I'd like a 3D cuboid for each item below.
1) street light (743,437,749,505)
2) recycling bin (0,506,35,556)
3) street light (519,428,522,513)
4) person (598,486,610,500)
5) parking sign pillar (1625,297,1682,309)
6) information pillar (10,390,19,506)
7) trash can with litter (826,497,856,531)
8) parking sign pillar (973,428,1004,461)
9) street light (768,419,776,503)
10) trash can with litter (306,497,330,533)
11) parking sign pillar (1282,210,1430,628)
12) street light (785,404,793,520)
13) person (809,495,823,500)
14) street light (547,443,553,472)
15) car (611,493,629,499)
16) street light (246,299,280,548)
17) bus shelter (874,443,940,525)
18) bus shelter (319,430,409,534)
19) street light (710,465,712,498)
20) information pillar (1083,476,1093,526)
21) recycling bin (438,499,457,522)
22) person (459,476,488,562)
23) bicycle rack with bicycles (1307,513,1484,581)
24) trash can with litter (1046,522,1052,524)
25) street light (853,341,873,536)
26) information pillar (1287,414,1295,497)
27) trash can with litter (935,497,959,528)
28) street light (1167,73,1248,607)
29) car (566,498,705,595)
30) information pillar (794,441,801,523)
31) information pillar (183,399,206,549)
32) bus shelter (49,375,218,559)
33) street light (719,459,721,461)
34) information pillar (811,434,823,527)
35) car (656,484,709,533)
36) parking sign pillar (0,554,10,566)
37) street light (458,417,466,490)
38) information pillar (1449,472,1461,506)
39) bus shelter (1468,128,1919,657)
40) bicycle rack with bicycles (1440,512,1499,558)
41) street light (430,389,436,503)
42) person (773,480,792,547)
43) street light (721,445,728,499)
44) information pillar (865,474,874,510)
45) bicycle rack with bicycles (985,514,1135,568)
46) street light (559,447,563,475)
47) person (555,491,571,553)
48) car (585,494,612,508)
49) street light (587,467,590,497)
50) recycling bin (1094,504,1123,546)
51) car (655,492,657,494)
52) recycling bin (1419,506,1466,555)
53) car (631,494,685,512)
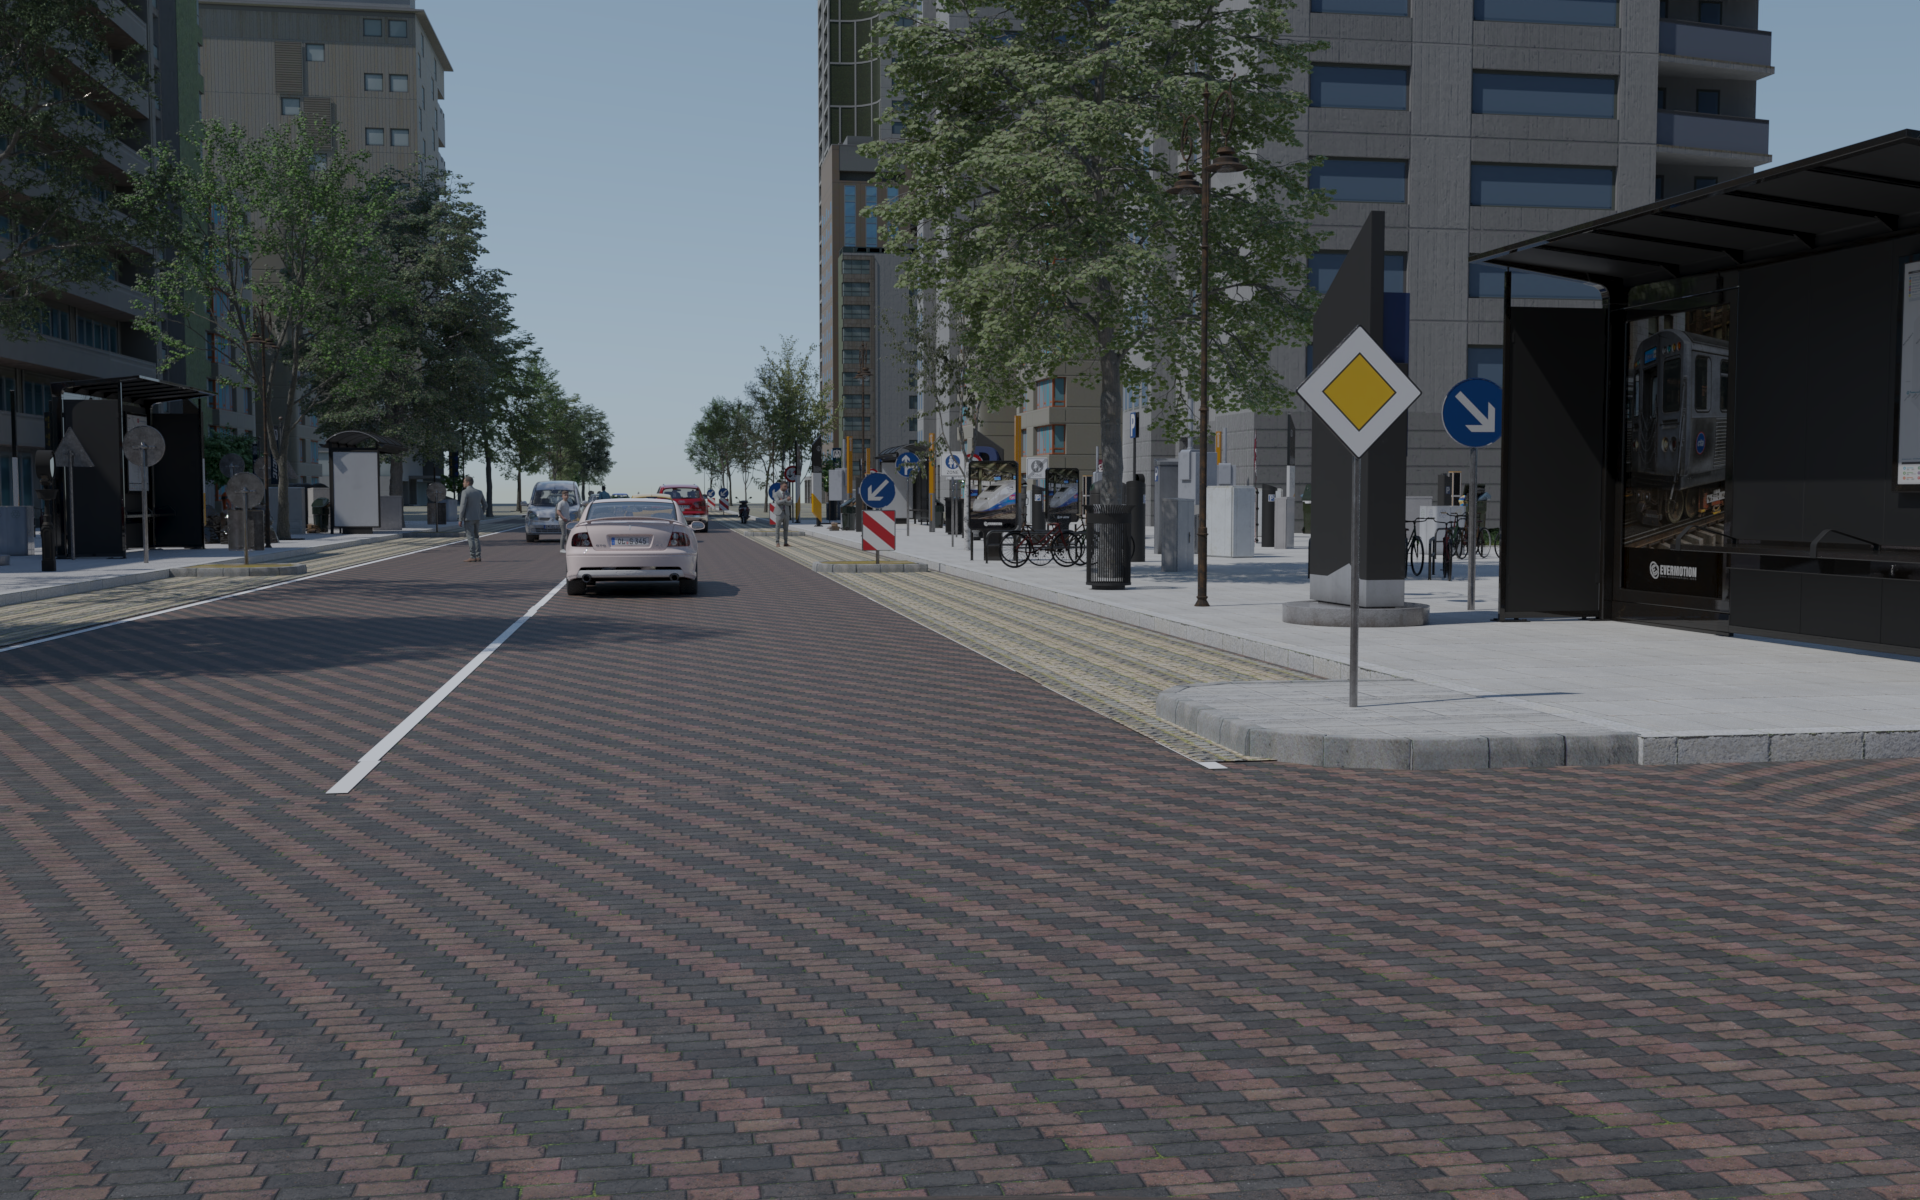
[{"bbox_3d":[-15.773,-9.459,127.449,0.468,5.910,1.993,-1,4,-10],"label":"street light"},{"bbox_3d":[-19.806,-1.444,36.166,0.722,1.027,0.722,-1,4,-17],"label":"recycling bin"},{"bbox_3d":[-29.795,-8.843,117.370,0.468,5.910,1.993,-1,4,-10],"label":"street light"},{"bbox_3d":[-16.327,-4.344,79.538,0.620,1.820,0.660,3,5,39],"label":"person"},{"bbox_3d":[7.782,-1.909,19.681,1.447,3.967,1.447,-1,4,-17],"label":"parking sign pillar"},{"bbox_3d":[-21.463,-2.936,39.352,0.183,3.616,0.504,-2,4,-26],"label":"information pillar"},{"bbox_3d":[-4.090,-2.998,60.397,1.055,1.170,0.624,-2,4,-23],"label":"trash can with litter"},{"bbox_3d":[1.111,-5.011,70.398,1.447,3.967,1.447,1,4,21],"label":"parking sign pillar"},{"bbox_3d":[-10.198,-7.453,94.643,0.468,5.910,1.993,-1,4,-10],"label":"street light"},{"bbox_3d":[-21.082,-2.788,56.973,0.624,1.170,1.055,0,4,4],"label":"trash can with litter"},{"bbox_3d":[3.959,-1.759,17.227,1.447,3.967,1.447,-1,4,-13],"label":"parking sign pillar"},{"bbox_3d":[-8.279,-6.816,84.233,0.468,5.910,1.993,-1,4,-10],"label":"street light"},{"bbox_3d":[-13.786,-9.590,165.302,1.348,1.823,0.705,0,4,6],"label":"person"},{"bbox_3d":[-35.498,-10.835,149.934,0.468,5.910,1.993,-1,4,-10],"label":"street light"},{"bbox_3d":[-25.877,-7.475,131.802,1.945,1.707,3.694,0,4,-8],"label":"car"},{"bbox_3d":[-16.536,-4.186,41.221,0.468,5.910,1.993,-1,4,-10],"label":"street light"},{"bbox_3d":[-2.197,-4.739,71.407,2.014,3.302,5.546,-1,4,-10],"label":"bus shelter"},{"bbox_3d":[-19.749,-3.899,57.680,2.014,3.302,5.546,-1,4,-10],"label":"bus shelter"},{"bbox_3d":[-30.078,-14.469,209.352,0.468,5.910,1.993,-1,4,-10],"label":"street light"},{"bbox_3d":[5.080,-3.941,68.924,0.304,2.012,0.304,-1,4,-20],"label":"information pillar"},{"bbox_3d":[-23.954,-4.175,80.815,0.722,1.027,0.722,1,4,18],"label":"recycling bin"},{"bbox_3d":[-10.298,-1.711,36.569,0.391,1.810,0.635,2,4,24],"label":"person"},{"bbox_3d":[6.577,-0.830,26.954,2.852,0.926,2.925,1,4,18],"label":"bicycle rack with bicycles"},{"bbox_3d":[3.868,-3.798,73.487,0.624,1.170,1.055,-1,4,-14],"label":"trash can with litter"},{"bbox_3d":[-2.916,-4.859,52.234,0.468,5.910,1.993,-1,4,-10],"label":"street light"},{"bbox_3d":[9.709,-3.639,50.852,0.183,3.616,0.504,2,4,30],"label":"information pillar"},{"bbox_3d":[-0.612,-3.278,64.986,1.055,1.170,0.624,0,4,2],"label":"trash can with litter"},{"bbox_3d":[2.766,-2.864,19.610,0.468,5.910,1.993,-1,4,-10],"label":"street light"},{"bbox_3d":[-4.877,-0.833,25.987,2.083,1.381,4.827,-1,4,-9],"label":"car"},{"bbox_3d":[-7.144,-5.193,76.254,0.183,3.616,0.504,1,4,13],"label":"information pillar"},{"bbox_3d":[-17.936,-3.009,40.556,0.504,3.616,0.183,1,4,11],"label":"information pillar"},{"bbox_3d":[-17.550,-2.804,37.133,1.731,3.624,6.357,-1,4,-10],"label":"bus shelter"},{"bbox_3d":[-24.384,-12.507,177.278,0.468,5.910,1.993,-1,4,-10],"label":"street light"},{"bbox_3d":[-5.611,-4.681,67.892,0.183,3.616,0.504,3,5,40],"label":"information pillar"},{"bbox_3d":[-10.693,-3.495,65.817,2.281,1.827,5.304,-1,4,-12],"label":"car"},{"bbox_3d":[-17.835,-2.595,30.901,1.447,3.967,1.447,0,4,0],"label":"parking sign pillar"},{"bbox_3d":[-24.090,-6.802,84.007,0.468,5.910,1.993,-1,4,-10],"label":"street light"},{"bbox_3d":[16.184,-3.192,56.685,0.304,2.012,0.304,-1,4,-11],"label":"information pillar"},{"bbox_3d":[6.403,-1.413,14.386,1.731,3.624,6.357,-1,4,-10],"label":"bus shelter"},{"bbox_3d":[10.410,-1.266,34.083,2.925,0.926,2.852,-3,5,-42],"label":"bicycle rack with bicycles"},{"bbox_3d":[-22.216,-6.139,73.166,0.468,5.910,1.993,-1,4,-10],"label":"street light"},{"bbox_3d":[-4.753,-2.326,46.709,0.466,1.800,0.511,3,5,44],"label":"person"},{"bbox_3d":[-21.489,-11.439,159.815,0.468,5.910,1.993,-1,4,-10],"label":"street light"},{"bbox_3d":[-3.276,-3.521,62.063,0.304,2.012,0.304,-1,4,-20],"label":"information pillar"},{"bbox_3d":[1.778,-1.093,31.257,2.925,0.926,2.852,-1,4,-15],"label":"bicycle rack with bicycles"},{"bbox_3d":[-38.171,-11.795,165.641,0.468,5.910,1.993,-1,4,-10],"label":"street light"},{"bbox_3d":[-9.597,-1.899,42.147,0.523,1.515,0.503,-1,4,-13],"label":"person"},{"bbox_3d":[-21.909,-5.829,105.522,2.015,1.641,3.980,-1,4,-8],"label":"car"},{"bbox_3d":[-49.400,-15.770,230.631,0.468,5.910,1.993,-1,4,-10],"label":"street light"},{"bbox_3d":[3.681,-1.791,41.834,0.722,1.027,0.722,-1,4,-19],"label":"recycling bin"},{"bbox_3d":[-34.832,-11.560,198.601,1.945,1.707,3.694,-1,4,-12],"label":"car"},{"bbox_3d":[10.210,-1.475,36.664,0.722,1.027,0.722,-1,4,-12],"label":"recycling bin"},{"bbox_3d":[-9.288,-2.564,52.147,2.015,1.641,3.980,-1,4,-11],"label":"car"}]
